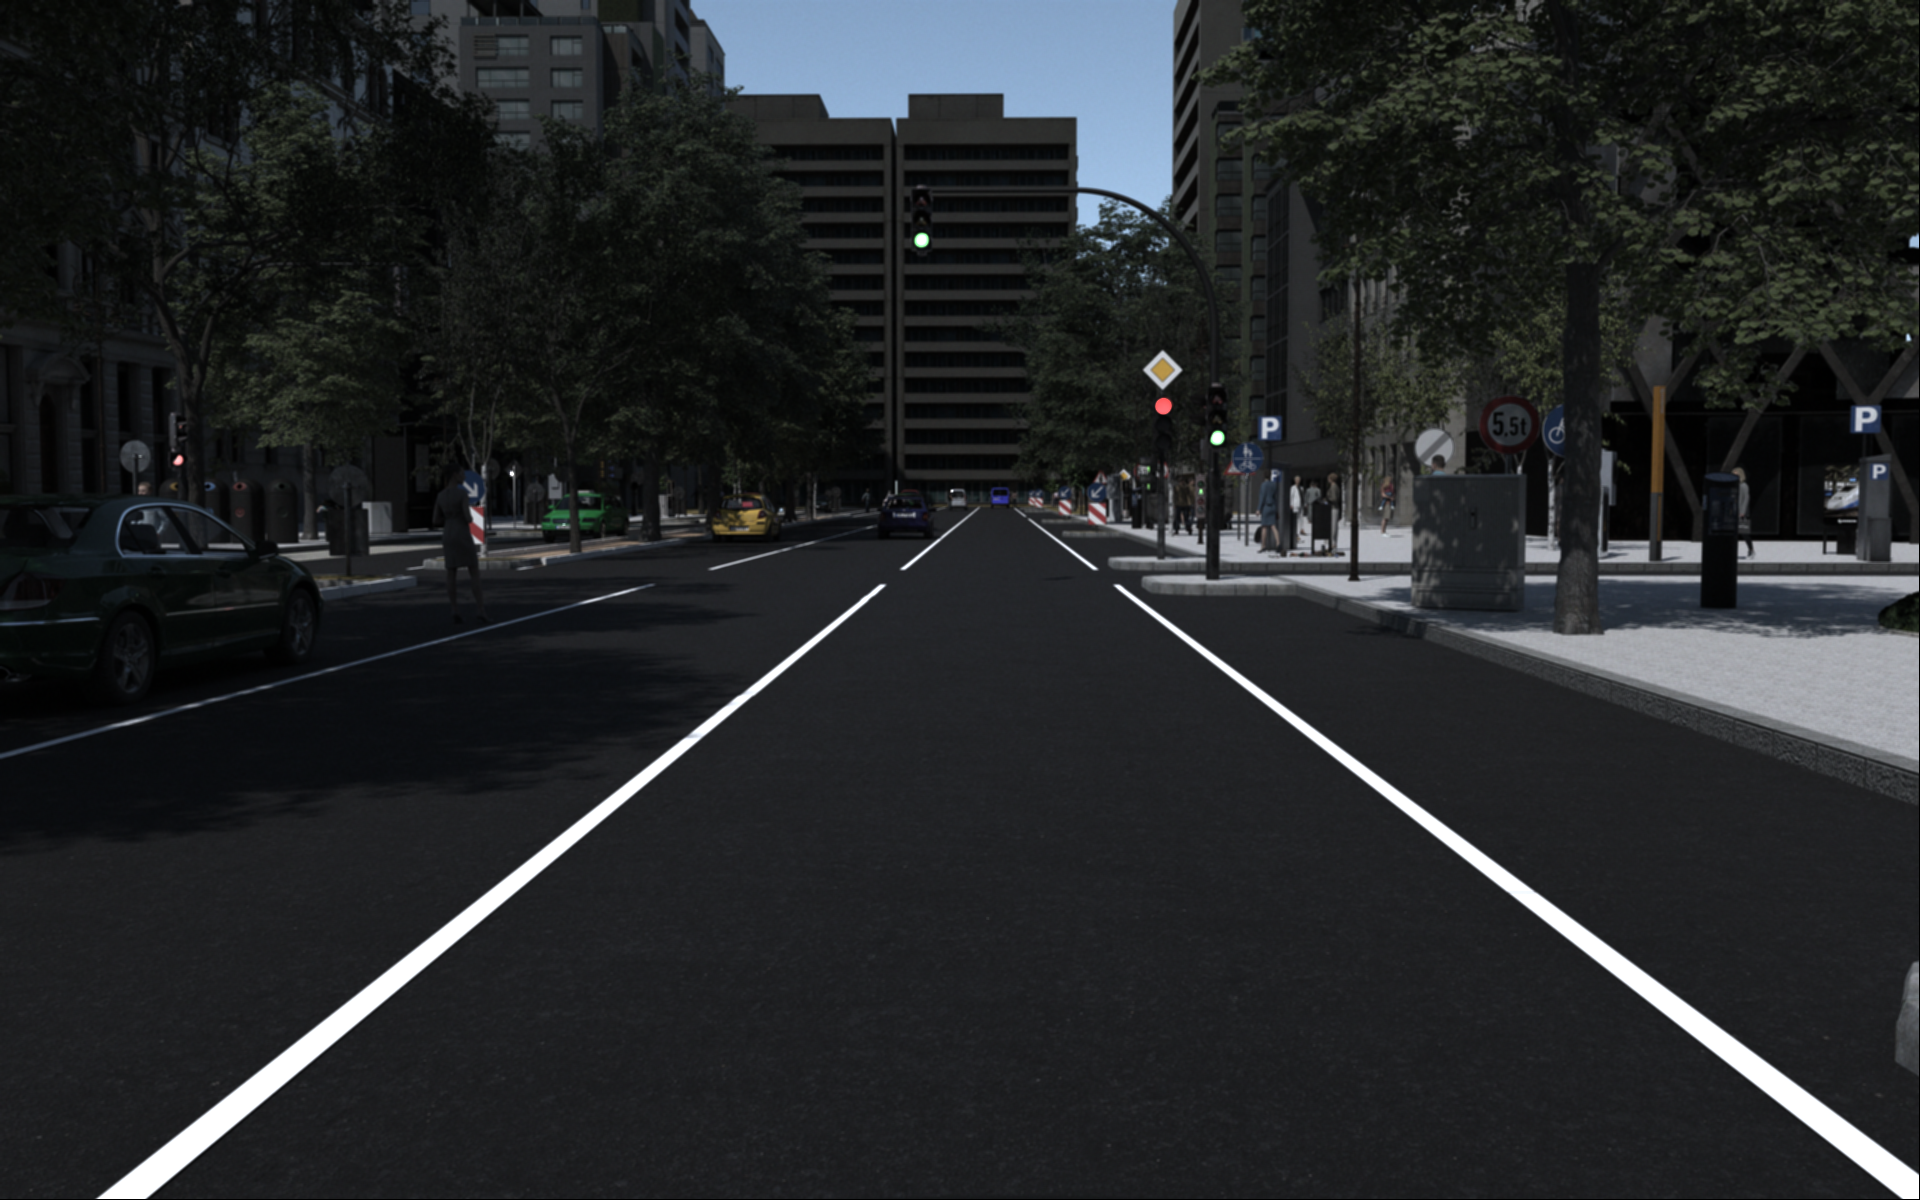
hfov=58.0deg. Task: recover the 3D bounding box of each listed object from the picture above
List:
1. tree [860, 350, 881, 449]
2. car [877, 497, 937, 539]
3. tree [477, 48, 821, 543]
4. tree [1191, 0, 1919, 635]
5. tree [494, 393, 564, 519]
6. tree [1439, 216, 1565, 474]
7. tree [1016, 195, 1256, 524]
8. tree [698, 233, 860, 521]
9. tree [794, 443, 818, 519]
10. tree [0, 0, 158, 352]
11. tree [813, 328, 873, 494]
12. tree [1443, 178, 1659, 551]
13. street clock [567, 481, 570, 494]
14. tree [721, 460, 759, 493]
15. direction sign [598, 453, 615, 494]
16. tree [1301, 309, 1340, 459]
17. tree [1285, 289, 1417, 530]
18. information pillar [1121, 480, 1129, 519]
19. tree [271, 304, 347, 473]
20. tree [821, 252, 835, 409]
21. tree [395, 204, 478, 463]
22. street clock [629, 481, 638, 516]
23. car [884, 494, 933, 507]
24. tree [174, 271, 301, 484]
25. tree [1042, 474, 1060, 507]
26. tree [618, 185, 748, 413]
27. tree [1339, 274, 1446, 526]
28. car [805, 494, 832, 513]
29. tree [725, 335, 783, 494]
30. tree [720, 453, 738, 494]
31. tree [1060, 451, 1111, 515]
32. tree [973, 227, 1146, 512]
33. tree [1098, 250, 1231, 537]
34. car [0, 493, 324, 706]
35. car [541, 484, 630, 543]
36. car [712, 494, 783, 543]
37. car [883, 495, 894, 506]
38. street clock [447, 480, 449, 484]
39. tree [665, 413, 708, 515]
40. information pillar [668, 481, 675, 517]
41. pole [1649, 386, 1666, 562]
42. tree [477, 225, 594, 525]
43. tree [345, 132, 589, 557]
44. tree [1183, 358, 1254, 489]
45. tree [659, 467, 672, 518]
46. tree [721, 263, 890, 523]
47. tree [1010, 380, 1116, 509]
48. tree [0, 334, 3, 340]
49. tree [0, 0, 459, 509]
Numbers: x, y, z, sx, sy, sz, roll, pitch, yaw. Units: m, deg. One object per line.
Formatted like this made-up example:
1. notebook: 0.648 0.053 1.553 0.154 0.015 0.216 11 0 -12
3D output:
1. tree: -8.166 -10.555 93.158 7.486 12.596 7.792 0 3 0
2. car: -1.743 -2.674 56.298 1.945 1.354 3.894 0 4 0
3. tree: -9.145 -8.664 50.767 9.857 13.997 8.962 0 3 0
4. tree: 5.370 -5.979 15.880 7.486 12.596 7.792 0 3 0
5. tree: -22.636 -8.483 89.063 4.737 8.622 4.395 0 3 0
6. tree: 14.664 -5.818 45.488 4.360 8.622 3.978 0 3 0
7. tree: 7.623 -10.173 72.987 9.857 13.997 8.962 0 3 0
8. tree: -8.621 -9.434 74.822 7.486 12.596 7.792 0 3 0
9. tree: -8.330 -8.959 99.294 4.360 8.622 3.978 0 3 0
10. tree: -9.641 -5.682 13.477 7.486 12.596 7.792 0 3 0
11. tree: -15.177 -19.499 174.694 12.611 20.169 13.585 0 3 0
12. tree: 13.388 -5.413 38.857 4.737 8.622 4.395 0 3 0
13. street clock: -19.463 -5.033 86.854 0.358 2.002 0.471 3 4 36
14. tree: -16.470 -9.076 132.104 4.285 4.588 4.351 0 3 0
15. direction sign: -18.168 -5.933 88.995 0.876 3.537 0.379 0 4 8
16. tree: 15.218 -7.200 68.081 4.737 8.622 4.395 0 3 0
17. tree: 14.123 -6.830 62.026 4.360 8.622 3.978 0 3 0
18. information pillar: 8.504 -5.173 89.072 0.304 2.012 0.304 3 4 37
19. tree: -22.378 -6.808 61.665 4.360 8.622 3.978 0 3 0
20. tree: -8.782 -9.301 61.183 9.857 13.997 8.962 0 3 0
21. tree: -18.227 -7.959 48.250 7.486 12.596 7.792 0 3 0
22. street clock: -18.763 -5.813 99.617 0.358 2.002 0.471 3 5 42
23. car: -2.107 -3.739 70.918 2.009 1.686 4.222 0 4 -1
24. tree: -23.618 -6.496 56.567 4.737 8.622 4.395 0 3 0
25. tree: 9.183 -10.726 169.968 1.663 3.219 1.824 0 3 0
26. tree: -9.129 -6.389 41.326 8.767 10.594 7.601 0 4 1
27. tree: 14.920 -6.389 54.818 4.737 8.622 4.395 0 3 0
28. car: -10.838 -7.527 132.857 2.009 1.686 4.222 0 4 2
29. tree: -8.722 -7.089 68.729 4.737 8.622 4.395 0 3 0
30. tree: -16.291 -10.636 124.256 4.360 8.622 3.978 0 3 0
31. tree: 7.548 -7.422 105.062 4.285 4.588 4.351 0 3 0
32. tree: 6.740 -16.441 124.705 12.611 20.169 13.585 0 3 0
33. tree: 6.268 -6.202 51.763 4.360 8.622 3.978 0 3 0
34. car: -6.475 -0.082 13.145 2.131 1.459 4.920 0 4 2
35. car: -11.303 -2.668 52.420 1.959 1.807 4.718 0 4 3
36. car: -6.367 -2.555 51.990 2.015 1.641 3.980 0 4 0
37. car: -4.807 -7.276 131.318 2.083 1.381 4.827 0 4 2
38. street clock: -17.081 -3.295 58.449 0.358 2.002 0.471 1 4 16
39. tree: -16.058 -11.042 106.296 9.928 11.665 9.643 0 3 0
40. information pillar: -16.019 -5.608 96.180 0.304 2.012 0.304 3 4 38
41. pole: 13.209 -2.383 32.801 0.158 3.312 0.155 0 3 0
42. tree: -18.072 -9.322 70.549 7.486 12.596 7.792 0 3 0
43. tree: -9.717 -5.046 35.328 4.360 8.622 3.978 0 3 0
44. tree: 13.165 -8.450 88.520 4.737 8.622 4.395 0 3 0
45. tree: -16.852 -6.116 94.606 1.663 3.219 1.824 0 3 0
46. tree: -8.321 -10.095 84.523 9.611 12.733 9.660 0 3 0
47. tree: 9.205 -14.455 153.353 9.611 12.733 9.660 0 3 0
48. tree: -25.487 -5.627 42.369 4.737 8.622 4.395 0 3 0
49. tree: -9.567 -5.203 21.940 8.767 10.594 7.601 0 4 1
